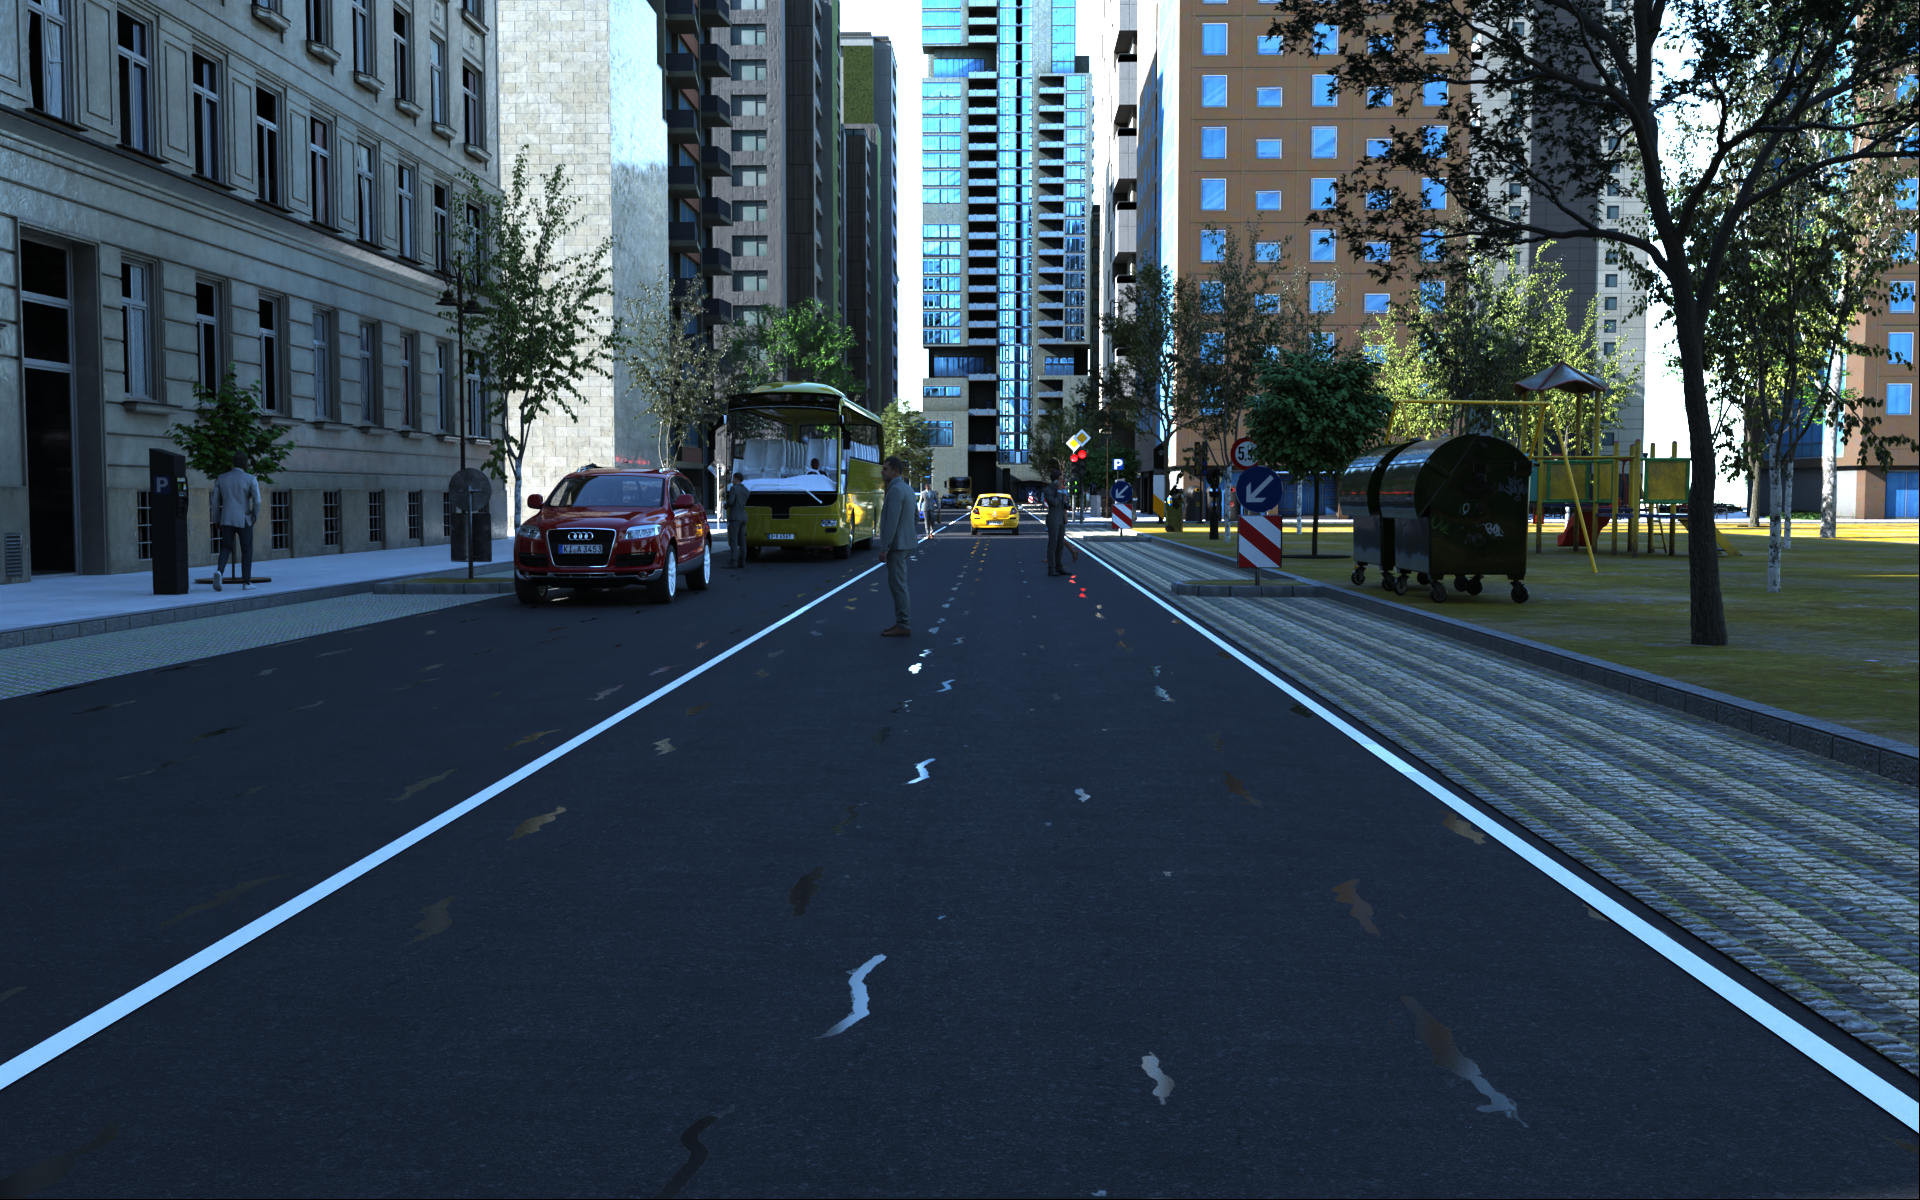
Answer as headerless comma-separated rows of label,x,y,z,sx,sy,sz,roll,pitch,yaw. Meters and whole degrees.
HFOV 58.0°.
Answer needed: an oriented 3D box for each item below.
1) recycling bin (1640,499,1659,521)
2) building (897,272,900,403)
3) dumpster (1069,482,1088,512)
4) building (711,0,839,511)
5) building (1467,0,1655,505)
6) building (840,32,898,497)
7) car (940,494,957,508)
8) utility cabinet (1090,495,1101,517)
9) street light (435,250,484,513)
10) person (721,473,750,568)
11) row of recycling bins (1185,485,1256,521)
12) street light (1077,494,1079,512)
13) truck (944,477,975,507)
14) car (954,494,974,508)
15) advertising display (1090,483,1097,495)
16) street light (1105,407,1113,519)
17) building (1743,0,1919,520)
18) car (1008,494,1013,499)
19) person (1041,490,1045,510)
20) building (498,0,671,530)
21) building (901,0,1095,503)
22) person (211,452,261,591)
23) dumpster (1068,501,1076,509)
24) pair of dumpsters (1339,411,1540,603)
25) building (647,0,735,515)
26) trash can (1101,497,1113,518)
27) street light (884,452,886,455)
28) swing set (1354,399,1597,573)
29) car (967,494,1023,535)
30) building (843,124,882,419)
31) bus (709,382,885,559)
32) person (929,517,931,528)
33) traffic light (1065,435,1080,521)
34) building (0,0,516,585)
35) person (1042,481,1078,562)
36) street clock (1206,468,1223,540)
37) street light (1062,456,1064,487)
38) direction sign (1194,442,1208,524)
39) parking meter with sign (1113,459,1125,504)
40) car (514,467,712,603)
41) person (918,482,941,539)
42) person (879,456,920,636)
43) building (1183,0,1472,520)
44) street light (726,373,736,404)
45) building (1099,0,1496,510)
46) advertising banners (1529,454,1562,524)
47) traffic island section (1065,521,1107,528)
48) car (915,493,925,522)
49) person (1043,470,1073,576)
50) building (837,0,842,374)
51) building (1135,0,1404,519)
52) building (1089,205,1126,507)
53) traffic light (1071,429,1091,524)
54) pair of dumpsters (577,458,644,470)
recycling bin,32.583,-4.237,81.825,0.722,1.027,0.722,2,4,31
building,-21.451,-34.815,261.113,23.993,40.220,32.217,0,4,1
dumpster,8.570,-7.564,126.157,1.502,2.255,1.985,0,4,1
building,-16.914,-27.478,132.859,14.154,41.232,14.086,0,4,1
building,72.587,-47.669,217.647,20.611,71.187,20.563,0,4,1
building,-22.239,-41.479,220.185,28.212,58.520,21.231,0,4,1
car,-1.147,-10.440,182.698,2.014,1.417,4.499,0,4,0
utility cabinet,7.506,-5.174,95.758,0.306,1.237,1.020,-1,4,-14
street light,-9.512,-3.688,33.079,0.468,5.910,1.993,0,4,1
person,-4.380,-1.543,33.542,0.447,1.846,0.655,2,4,28
row of recycling bins,12.425,-4.581,82.013,3.534,1.692,1.069,1,4,9
street light,8.469,-9.244,123.926,0.468,5.910,1.993,0,4,1
truck,0.027,-12.310,197.184,3.469,3.379,9.791,0,4,1
car,0.462,-10.011,173.895,2.015,1.641,3.980,0,4,2
advertising display,8.002,-6.038,103.935,0.123,1.923,0.974,1,4,22
street light,7.668,-7.165,89.937,0.468,5.910,1.993,0,4,1
building,51.889,-26.981,91.255,14.200,45.320,14.600,0,4,1
car,4.550,-10.494,181.361,2.009,1.686,4.222,0,4,2
person,6.764,-8.073,140.763,0.793,1.790,0.793,3,5,39
building,-20.543,-12.947,66.439,16.860,20.320,10.420,0,4,1
building,6.366,-57.554,253.676,31.000,86.520,22.319,0,4,1
person,-9.619,-1.047,23.004,0.661,1.843,0.795,0,4,-1
dumpster,9.188,-8.508,144.865,1.264,1.857,1.865,0,4,1
pair of dumpsters,6.095,-1.212,22.312,1.574,2.255,4.437,0,4,1
building,-25.157,-27.186,99.113,22.147,44.769,28.867,0,4,1
trash can,7.881,-4.967,92.858,0.748,1.137,0.748,0,3,0
street light,-6.616,-10.813,149.580,0.468,5.910,1.993,0,4,1
swing set,8.486,-1.920,29.006,3.119,2.851,2.862,-1,4,-15
car,1.249,-3.163,61.942,2.015,1.641,3.980,0,4,1
building,-15.927,-30.723,185.916,14.154,41.232,14.086,0,4,1
bus,-3.518,-3.058,41.550,2.896,3.916,12.252,0,4,2
person,-1.199,-3.644,72.754,0.373,1.253,0.362,-2,4,-23
traffic light,5.413,-5.725,82.530,0.839,4.253,0.868,0,4,1
building,-20.537,-12.326,34.819,16.112,22.955,30.059,0,4,1
person,2.078,-1.708,36.513,0.778,1.811,0.616,-1,4,-18
street clock,7.173,-2.708,48.851,0.471,2.002,0.358,-3,5,-40
street light,9.349,-11.282,157.252,0.468,5.910,1.993,0,4,1
direction sign,10.428,-5.077,75.011,0.379,3.537,0.876,-2,4,-30
parking meter with sign,7.808,-5.416,84.815,0.543,3.016,1.738,0,4,0
car,-4.775,-0.961,24.380,2.281,1.827,5.304,0,3,0
person,-0.974,-2.871,55.555,0.709,1.813,0.853,-1,4,-14
person,-0.626,-0.545,17.508,0.391,1.810,0.635,0,4,6
building,17.980,-26.992,91.428,14.200,45.320,14.600,0,4,1
street light,-8.668,-5.706,66.082,0.468,5.910,1.993,0,4,1
building,25.393,-33.616,138.857,28.713,52.752,27.495,0,4,1
advertising banners,24.724,-4.761,74.029,2.074,3.025,0.090,0,4,-6
traffic island section,5.262,-3.204,74.660,2.009,0.180,2.903,0,4,1
car,-2.489,-4.990,91.184,1.945,1.707,3.694,0,3,0
person,1.758,-1.351,30.390,0.447,1.846,0.655,2,4,30
building,-19.949,-44.619,167.777,20.563,71.187,20.611,0,4,1
building,18.519,-28.025,108.322,14.600,45.320,14.200,0,4,1
building,20.004,-24.649,174.717,14.160,30.474,14.107,0,4,1
traffic light,5.222,-5.237,74.547,0.839,4.253,0.868,0,4,1
pair of dumpsters,-9.243,-2.658,45.959,1.574,2.255,4.437,0,4,1
